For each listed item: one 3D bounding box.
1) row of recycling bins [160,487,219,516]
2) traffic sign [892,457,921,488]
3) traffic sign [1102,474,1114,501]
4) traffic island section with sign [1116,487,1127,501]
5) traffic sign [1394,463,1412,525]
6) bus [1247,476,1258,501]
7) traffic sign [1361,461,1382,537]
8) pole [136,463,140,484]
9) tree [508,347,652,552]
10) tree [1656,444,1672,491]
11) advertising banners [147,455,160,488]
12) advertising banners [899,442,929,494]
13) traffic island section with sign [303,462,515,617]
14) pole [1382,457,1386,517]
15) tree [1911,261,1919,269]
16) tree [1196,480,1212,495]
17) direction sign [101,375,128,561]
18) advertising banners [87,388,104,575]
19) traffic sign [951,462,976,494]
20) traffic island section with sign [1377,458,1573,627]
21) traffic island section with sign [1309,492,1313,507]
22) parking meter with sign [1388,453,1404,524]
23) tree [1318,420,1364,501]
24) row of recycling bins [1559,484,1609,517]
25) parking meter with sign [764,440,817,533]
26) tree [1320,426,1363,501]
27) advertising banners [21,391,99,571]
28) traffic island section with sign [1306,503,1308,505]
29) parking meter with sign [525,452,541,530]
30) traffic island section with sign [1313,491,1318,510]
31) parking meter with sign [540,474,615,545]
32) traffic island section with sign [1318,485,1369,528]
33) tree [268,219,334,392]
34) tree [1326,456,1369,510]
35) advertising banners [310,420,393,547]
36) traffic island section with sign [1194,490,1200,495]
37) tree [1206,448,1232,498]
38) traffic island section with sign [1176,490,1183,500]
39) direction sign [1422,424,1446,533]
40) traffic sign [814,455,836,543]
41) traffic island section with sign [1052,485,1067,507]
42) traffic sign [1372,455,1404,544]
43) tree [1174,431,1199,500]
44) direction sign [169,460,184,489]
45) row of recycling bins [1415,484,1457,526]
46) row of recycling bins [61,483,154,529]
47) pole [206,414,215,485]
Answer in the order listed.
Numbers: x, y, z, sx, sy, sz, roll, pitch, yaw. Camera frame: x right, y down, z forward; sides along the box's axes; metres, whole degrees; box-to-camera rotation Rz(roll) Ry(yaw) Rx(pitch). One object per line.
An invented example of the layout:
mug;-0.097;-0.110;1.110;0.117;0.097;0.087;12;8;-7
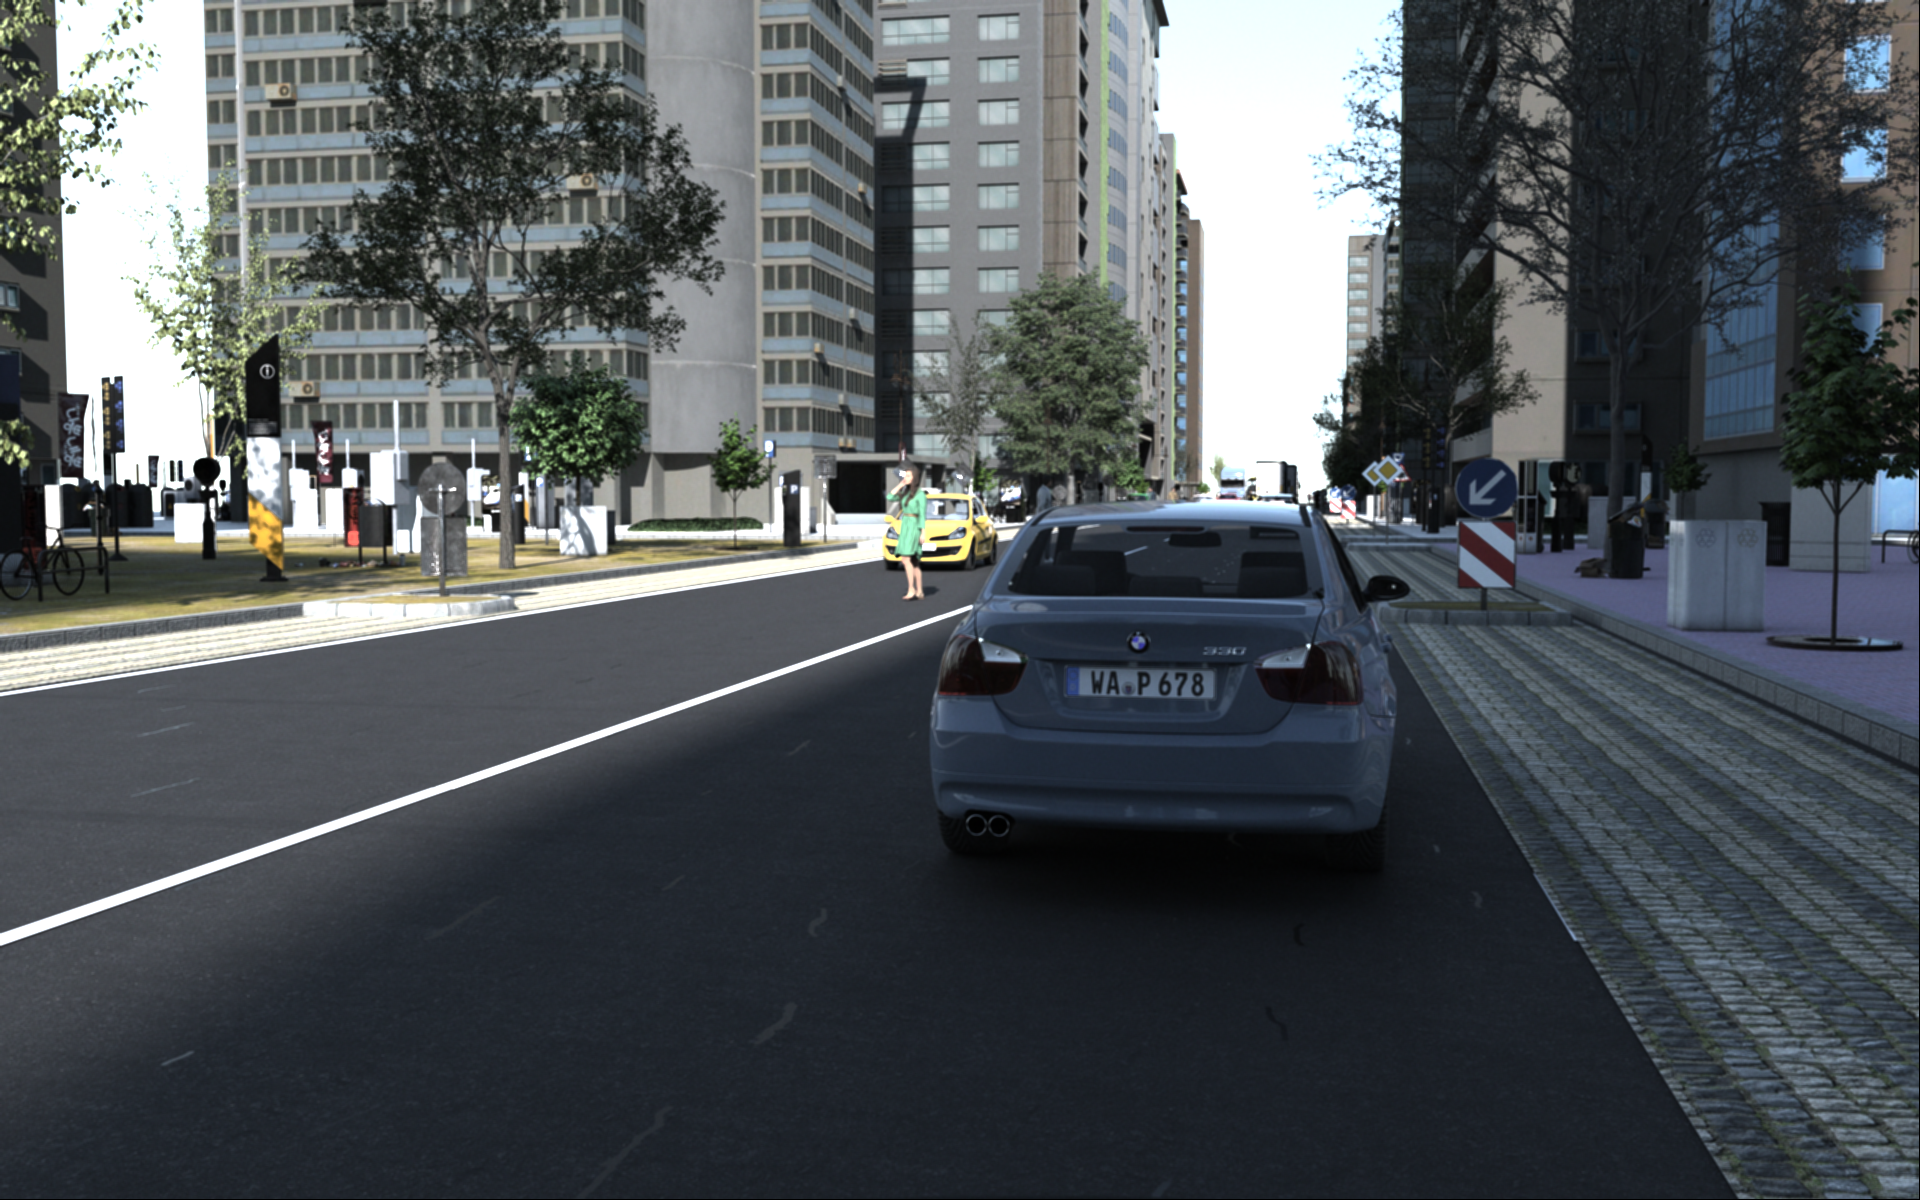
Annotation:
row of recycling bins;-45.267;-5.786;101.706;1.069;1.692;3.534;2;4;32
traffic sign;-1.445;-2.630;46.642;0.795;2.450;0.064;1;4;11
traffic sign;9.532;-6.803;111.339;0.768;2.556;0.104;1;4;12
traffic island section with sign;9.685;-5.801;103.473;1.989;1.847;2.006;1;4;11
traffic sign;18.426;-4.428;72.404;0.884;2.594;0.081;1;4;12
bus;41.960;-15.435;243.906;2.896;3.916;12.252;1;4;13
traffic sign;12.450;-2.960;52.038;0.795;2.450;0.064;1;4;11
pole;-54.292;-7.373;114.385;0.158;3.312;0.155;0;3;0
tree;-8.623;-3.388;39.115;4.285;4.588;4.351;0;3;0
tree;24.080;-3.854;57.621;1.663;3.219;1.824;0;3;0
advertising banners;-36.491;-4.924;76.698;2.074;3.025;0.090;-3;4;-38
advertising banners;-1.542;-3.747;57.453;0.090;3.025;2.074;-2;4;-29
traffic island section with sign;-6.528;-0.754;20.961;1.989;1.847;2.006;1;4;11
pole;23.208;-6.179;94.873;0.158;3.312;0.155;0;3;0
tree;21.830;-5.202;35.408;4.737;8.622;4.395;0;3;0
tree;31.626;-14.240;227.420;1.663;3.219;1.824;0;3;0
direction sign;-16.264;-2.528;33.324;0.876;3.537;0.379;3;5;39
advertising banners;-14.007;-1.952;28.099;0.090;3.025;2.074;-2;4;-28
traffic sign;0.095;-3.109;54.478;0.795;2.450;0.064;1;4;11
traffic island section with sign;5.796;-0.678;19.709;1.989;1.847;2.006;1;4;11
traffic island section with sign;31.352;-8.636;149.820;1.989;1.847;2.006;1;4;11
parking meter with sign;18.587;-4.756;74.024;0.543;3.016;1.738;0;4;8
tree;38.047;-13.524;171.477;4.737;8.622;4.395;0;3;0
row of recycling bins;25.005;-3.801;69.260;1.069;1.692;3.534;3;5;44
parking meter with sign;-5.537;-3.711;56.933;1.738;3.016;0.543;-3;5;-39
tree;39.620;-14.072;180.444;4.360;8.622;3.978;0;3;0
advertising banners;-15.867;-2.035;29.453;2.074;3.025;0.090;-3;5;-41
traffic island section with sign;36.649;-10.286;176.810;1.989;1.847;2.006;1;4;11
parking meter with sign;-15.073;-4.082;63.001;0.543;3.016;1.738;1;4;20
traffic island section with sign;21.730;-5.638;100.816;1.989;1.847;2.006;1;4;11
parking meter with sign;-9.650;-2.914;43.898;1.738;3.016;0.543;-1;4;-22
traffic island section with sign;16.528;-4.021;74.366;1.989;1.847;2.006;1;4;11
tree;-16.253;-5.357;37.943;4.737;8.622;4.395;0;3;0
tree;32.652;-9.798;143.908;4.285;4.588;4.351;0;3;0
advertising banners;-14.644;-2.795;41.880;2.074;3.025;0.090;-3;5;-41
traffic island section with sign;24.571;-10.432;179.185;1.989;1.847;2.006;1;4;11
tree;42.755;-20.340;282.913;4.737;8.622;4.395;0;3;0
traffic island section with sign;19.284;-8.786;152.281;1.989;1.847;2.006;1;4;11
direction sign;15.415;-3.940;56.415;0.379;3.537;0.876;-3;5;-40
traffic sign;-3.544;-2.651;45.475;0.606;2.300;0.079;1;4;15
traffic island section with sign;4.412;-4.158;76.610;1.989;1.847;2.006;1;4;11
traffic sign;10.910;-2.481;44.202;0.795;2.450;0.064;1;4;11
tree;25.971;-15.410;202.311;4.360;8.622;3.978;0;3;0
direction sign;-51.697;-7.481;114.316;0.876;3.537;0.379;0;4;-6
row of recycling bins;19.727;-3.964;71.925;1.069;1.692;3.534;0;4;-1
row of recycling bins;-32.446;-3.581;65.660;1.069;1.692;3.534;3;4;38
pole;-19.070;-3.073;44.093;0.158;3.312;0.155;0;3;0
